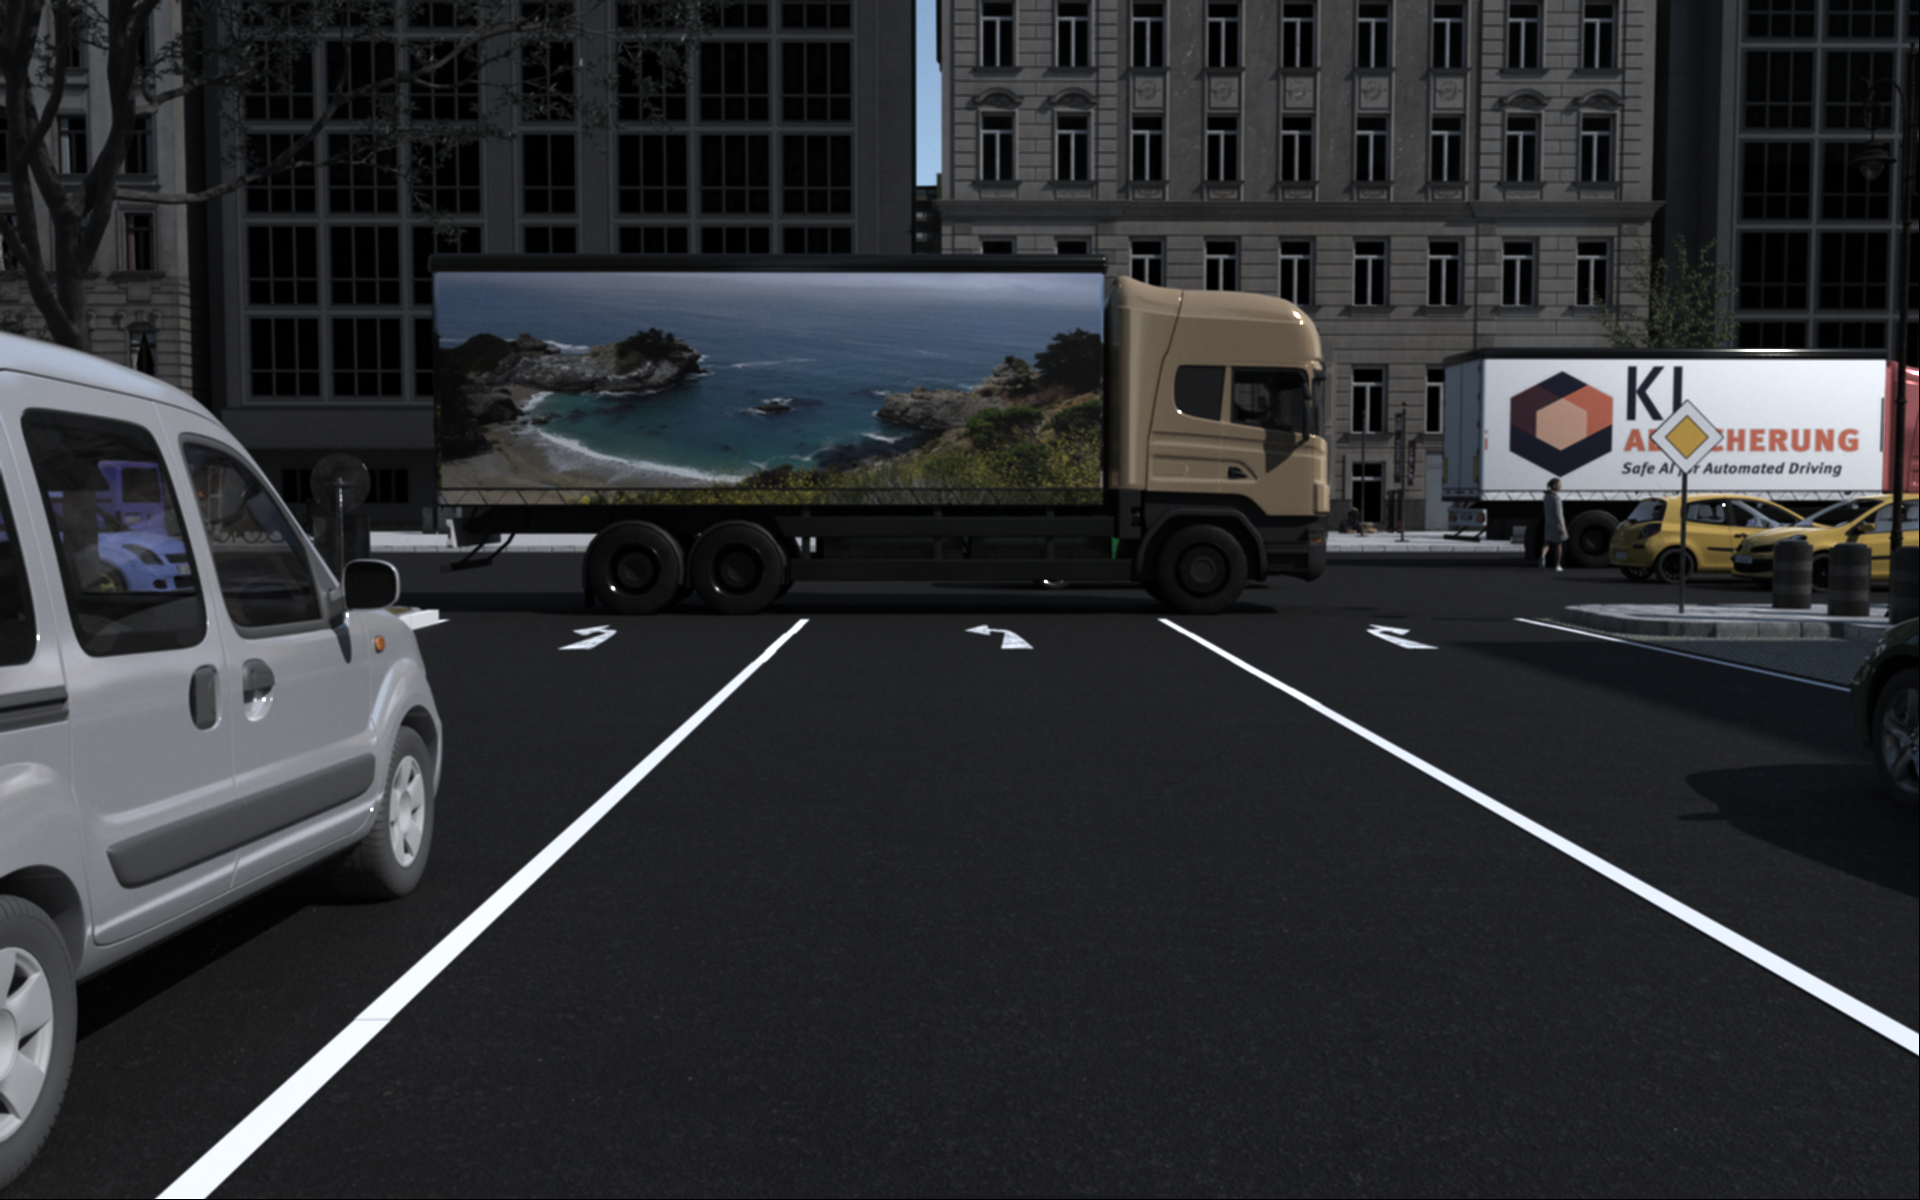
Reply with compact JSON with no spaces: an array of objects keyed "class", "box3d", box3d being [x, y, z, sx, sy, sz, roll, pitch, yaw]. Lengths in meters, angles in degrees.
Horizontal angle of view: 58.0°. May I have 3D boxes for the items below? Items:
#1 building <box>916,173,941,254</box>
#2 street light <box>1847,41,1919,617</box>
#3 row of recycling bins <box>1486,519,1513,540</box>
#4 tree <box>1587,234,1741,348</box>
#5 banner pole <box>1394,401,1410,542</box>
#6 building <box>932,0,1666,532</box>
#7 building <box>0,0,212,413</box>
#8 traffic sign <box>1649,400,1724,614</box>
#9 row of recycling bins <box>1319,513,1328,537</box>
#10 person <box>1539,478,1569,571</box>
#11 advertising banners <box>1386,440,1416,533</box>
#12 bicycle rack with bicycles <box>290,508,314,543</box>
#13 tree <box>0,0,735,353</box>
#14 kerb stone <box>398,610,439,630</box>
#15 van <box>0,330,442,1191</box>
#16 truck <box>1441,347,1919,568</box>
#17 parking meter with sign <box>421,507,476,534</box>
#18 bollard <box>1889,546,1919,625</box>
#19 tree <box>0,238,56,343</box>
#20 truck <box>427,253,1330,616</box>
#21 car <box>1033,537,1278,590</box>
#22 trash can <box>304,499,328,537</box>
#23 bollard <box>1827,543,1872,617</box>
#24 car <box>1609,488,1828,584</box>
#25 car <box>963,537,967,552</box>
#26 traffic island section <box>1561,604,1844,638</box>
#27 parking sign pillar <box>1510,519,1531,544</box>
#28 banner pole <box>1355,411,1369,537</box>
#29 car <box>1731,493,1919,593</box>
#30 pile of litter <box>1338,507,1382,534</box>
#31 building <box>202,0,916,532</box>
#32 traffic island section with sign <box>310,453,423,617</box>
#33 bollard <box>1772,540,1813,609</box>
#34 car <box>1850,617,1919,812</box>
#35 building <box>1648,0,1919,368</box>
[{"class":"building","box3d":[-4.639,-33.009,223.295,14.086,41.232,14.154,0,4,-1]},{"class":"street light","box3d":[9.733,-2.757,17.870,0.468,5.910,1.993,0,4,-1]},{"class":"row of recycling bins","box3d":[15.856,-2.489,47.806,1.069,1.692,3.534,-2,4,-23]},{"class":"tree","box3d":[19.725,-5.992,48.325,4.737,8.622,4.395,0,3,0]},{"class":"banner pole","box3d":[11.963,-3.490,47.071,0.401,3.779,0.863,0,4,-8]},{"class":"building","box3d":[11.376,-16.321,64.119,25.104,27.353,12.463,0,4,-1]},{"class":"building","box3d":[-34.705,-12.992,61.576,18.267,20.994,9.793,0,4,-1]},{"class":"traffic sign","box3d":[7.742,-0.911,18.533,0.795,2.450,0.064,0,4,-1]},{"class":"row of recycling bins","box3d":[10.167,-2.732,51.781,1.069,1.692,3.534,0,4,-2]},{"class":"person","box3d":[11.019,-1.401,32.165,0.466,1.731,0.760,3,4,38]},{"class":"advertising banners","box3d":[14.512,-3.720,57.006,0.090,3.025,2.074,-1,4,-10]},{"class":"bicycle rack with bicycles","box3d":[-17.808,-1.976,45.690,2.925,0.926,2.852,2,4,25]},{"class":"tree","box3d":[-6.864,-6.133,13.096,12.009,13.543,11.850,0,3,0]},{"class":"kerb stone","box3d":[-5.837,0.213,18.720,0.120,0.150,1.000,0,4,-1]},{"class":"van","box3d":[-2.768,0.131,4.864,2.013,2.044,4.112,0,4,0]},{"class":"truck","box3d":[15.503,-2.785,34.444,11.283,4.237,2.839,0,4,-1]},{"class":"parking meter with sign","box3d":[-16.370,-3.624,55.506,1.738,3.016,0.543,0,4,5]},{"class":"bollard","box3d":[9.390,-0.144,17.064,0.404,0.777,0.398,0,3,0]},{"class":"tree","box3d":[-27.404,-5.976,48.078,4.360,8.622,3.978,0,3,0]},{"class":"truck","box3d":[-0.564,-1.990,21.450,11.283,4.237,2.839,0,4,-1]},{"class":"car","box3d":[2.717,-1.097,26.732,4.718,1.807,1.959,0,4,-3]},{"class":"trash can","box3d":[-19.349,-2.477,52.158,0.748,1.137,0.748,0,3,0]},{"class":"bollard","box3d":[9.382,-0.217,18.268,0.404,0.777,0.398,0,3,0]},{"class":"car","box3d":[12.759,-1.105,28.292,3.980,1.641,2.015,0,4,0]},{"class":"car","box3d":[1.195,-1.284,32.799,4.920,1.459,2.131,0,4,-2]},{"class":"traffic island section","box3d":[7.766,0.224,18.611,2.009,0.180,2.903,0,4,-1]},{"class":"parking sign pillar","box3d":[14.920,-3.425,44.471,1.447,3.967,1.447,1,4,21]},{"class":"banner pole","box3d":[12.194,-3.813,52.367,0.401,3.779,0.863,1,4,15]},{"class":"car","box3d":[13.688,-0.963,25.964,3.980,1.641,2.015,0,4,-2]},{"class":"pile of litter","box3d":[13.101,-2.610,56.634,1.719,0.858,1.176,-1,4,-19]},{"class":"building","box3d":[-13.592,-16.535,63.849,24.014,27.812,14.314,0,4,-1]},{"class":"traffic island section with sign","box3d":[-6.887,-0.645,18.678,2.006,1.907,1.989,0,4,-1]},{"class":"bollard","box3d":[9.361,-0.291,19.473,0.404,0.777,0.398,0,3,0]},{"class":"car","box3d":[5.221,0.330,6.403,2.131,1.459,4.920,0,4,-1]},{"class":"building","box3d":[39.186,-15.062,65.326,30.058,24.678,14.314,0,4,-1]}]
